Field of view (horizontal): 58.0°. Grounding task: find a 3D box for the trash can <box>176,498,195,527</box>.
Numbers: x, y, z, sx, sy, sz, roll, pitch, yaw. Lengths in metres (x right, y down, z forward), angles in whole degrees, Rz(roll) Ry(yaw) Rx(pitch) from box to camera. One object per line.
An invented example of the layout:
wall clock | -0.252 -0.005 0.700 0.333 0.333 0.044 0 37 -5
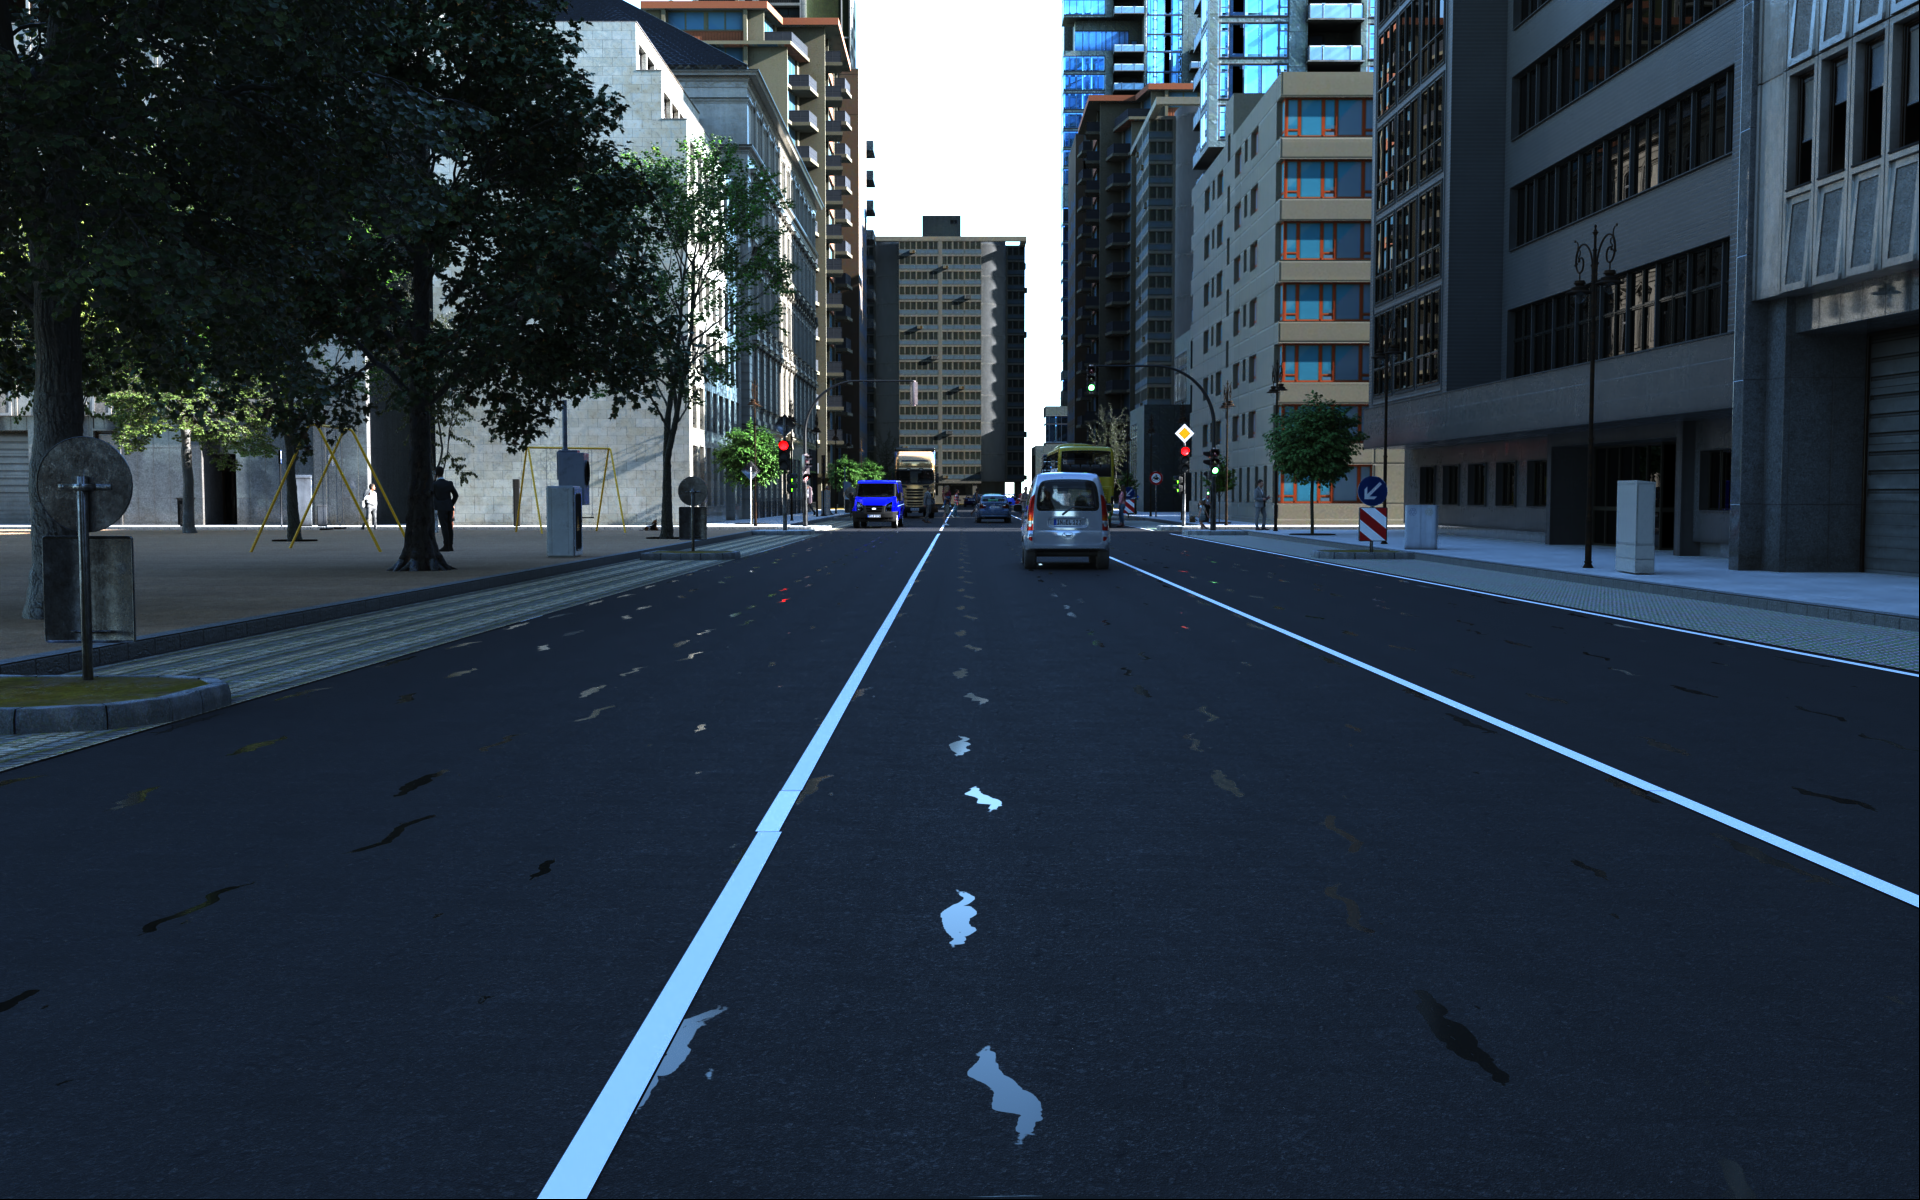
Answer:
trash can | -30.575 -3.472 68.415 0.748 1.137 0.748 0 3 0

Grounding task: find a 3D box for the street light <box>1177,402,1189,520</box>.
street light | 10.963 -6.884 85.348 0.468 5.910 1.993 0 3 0

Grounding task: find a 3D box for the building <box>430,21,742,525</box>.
building | -16.233 -13.704 78.809 10.420 20.320 16.860 0 3 0

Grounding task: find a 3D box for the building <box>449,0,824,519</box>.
building | -18.556 -20.339 108.958 17.030 29.872 44.131 0 3 0

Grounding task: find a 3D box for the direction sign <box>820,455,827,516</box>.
direction sign | -7.958 -6.659 100.870 0.379 3.537 0.876 -1 4 -16

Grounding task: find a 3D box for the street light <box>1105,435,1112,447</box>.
street light | 11.038 -9.576 129.358 0.468 5.910 1.993 0 3 0

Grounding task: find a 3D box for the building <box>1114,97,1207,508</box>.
building | 29.355 -28.778 162.400 32.217 40.220 23.993 0 3 0

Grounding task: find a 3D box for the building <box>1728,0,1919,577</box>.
building | 19.040 -12.275 18.721 12.078 24.808 19.932 0 3 0

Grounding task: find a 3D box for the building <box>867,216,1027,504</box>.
building | -2.648 -33.795 244.435 23.993 40.220 32.217 0 3 0

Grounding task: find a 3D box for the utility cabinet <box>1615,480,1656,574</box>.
utility cabinet | 10.951 -1.185 28.053 0.318 1.500 1.173 0 4 6

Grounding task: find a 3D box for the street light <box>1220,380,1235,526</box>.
street light | 10.873 -5.978 70.536 0.468 5.910 1.993 0 3 0

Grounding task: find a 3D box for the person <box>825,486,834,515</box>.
person | -8.037 -6.050 105.362 0.834 1.777 0.661 -1 4 -9

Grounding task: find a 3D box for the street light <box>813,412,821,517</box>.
street light | -8.128 -7.678 98.317 0.468 5.910 1.993 0 3 0

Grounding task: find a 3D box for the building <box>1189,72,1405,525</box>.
building | 27.594 -14.678 85.021 28.899 21.520 27.650 0 3 0

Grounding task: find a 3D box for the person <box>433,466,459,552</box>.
person | -11.589 -2.039 38.743 0.474 1.900 0.648 2 4 29

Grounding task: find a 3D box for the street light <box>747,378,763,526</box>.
street light | -8.215 -5.911 69.434 0.468 5.910 1.993 0 3 0

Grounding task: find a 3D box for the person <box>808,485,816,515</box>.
person | -9.026 -5.968 103.724 0.850 1.850 0.679 1 4 18

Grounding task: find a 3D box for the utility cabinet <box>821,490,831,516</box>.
utility cabinet | -7.918 -5.716 102.142 0.318 1.500 1.173 1 4 8

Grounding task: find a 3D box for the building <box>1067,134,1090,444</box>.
building | 20.441 -34.284 210.658 14.600 45.320 14.200 0 3 0

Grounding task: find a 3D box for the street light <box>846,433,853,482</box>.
street light | -8.193 -9.489 127.937 0.468 5.910 1.993 0 3 0

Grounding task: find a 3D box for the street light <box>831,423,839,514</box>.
street light | -8.104 -8.575 112.988 0.468 5.910 1.993 0 3 0

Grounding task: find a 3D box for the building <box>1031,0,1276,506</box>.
building | 25.545 -56.660 239.057 31.000 86.520 22.319 0 3 0

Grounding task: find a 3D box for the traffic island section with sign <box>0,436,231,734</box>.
traffic island section with sign | -5.917 -0.157 11.196 1.989 1.847 2.006 0 3 0

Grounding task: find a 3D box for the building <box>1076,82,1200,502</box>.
building | 24.142 -32.662 188.647 22.147 44.769 28.867 0 3 0

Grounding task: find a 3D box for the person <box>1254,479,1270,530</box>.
person | 10.714 -3.375 61.417 0.583 1.804 0.606 3 4 36

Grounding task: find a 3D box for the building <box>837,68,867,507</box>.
building | -16.954 -32.383 179.569 14.600 45.320 14.200 0 3 0

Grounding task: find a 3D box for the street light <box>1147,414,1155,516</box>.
street light | 11.005 -7.768 99.790 0.468 5.910 1.993 0 3 0

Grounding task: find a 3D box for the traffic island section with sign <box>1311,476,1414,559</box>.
traffic island section with sign | 8.930 -1.839 38.702 1.989 1.847 2.006 0 3 0

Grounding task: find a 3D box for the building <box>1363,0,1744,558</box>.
building | 20.651 -13.737 43.672 14.314 24.678 30.058 0 3 0

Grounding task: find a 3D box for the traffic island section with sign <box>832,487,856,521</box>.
traffic island section with sign | -5.847 -5.206 93.742 1.989 1.847 2.006 0 3 0

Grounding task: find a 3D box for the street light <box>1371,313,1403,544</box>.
street light | 10.900 -4.376 44.331 0.468 5.910 1.993 0 3 0

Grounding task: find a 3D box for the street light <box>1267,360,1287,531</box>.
street light | 10.911 -5.317 59.715 0.468 5.910 1.993 0 3 0

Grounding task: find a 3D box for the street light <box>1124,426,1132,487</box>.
street light | 11.121 -8.693 114.916 0.468 5.910 1.993 0 3 0

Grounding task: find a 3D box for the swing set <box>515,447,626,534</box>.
swing set | -13.147 -3.681 57.804 3.119 2.851 2.862 -2 4 -31

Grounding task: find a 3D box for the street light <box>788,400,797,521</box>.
street light | -8.162 -6.794 83.876 0.468 5.910 1.993 0 3 0

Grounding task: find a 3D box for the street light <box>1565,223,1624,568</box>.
street light | 10.903 -3.492 29.890 0.468 5.910 1.993 0 3 0

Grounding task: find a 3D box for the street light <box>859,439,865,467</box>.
street light | -8.168 -10.434 143.387 0.468 5.910 1.993 0 3 0

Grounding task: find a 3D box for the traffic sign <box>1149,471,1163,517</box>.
traffic sign | 10.946 -5.907 96.683 0.768 2.556 0.104 0 4 8

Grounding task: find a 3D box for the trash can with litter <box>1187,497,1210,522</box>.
trash can with litter | 10.858 -4.116 78.688 1.055 1.170 0.624 0 4 3

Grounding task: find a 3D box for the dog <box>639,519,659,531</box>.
dog | -10.881 -2.632 60.765 0.748 0.427 0.550 0 4 -5

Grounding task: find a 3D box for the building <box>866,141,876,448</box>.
building | -25.473 -35.858 205.892 30.456 49.044 23.786 0 3 0

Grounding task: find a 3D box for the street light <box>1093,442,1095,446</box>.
street light | 11.092 -10.459 143.800 0.468 5.910 1.993 0 3 0

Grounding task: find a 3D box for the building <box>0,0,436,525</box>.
building | -34.159 -15.791 76.211 19.932 24.808 12.078 0 3 0

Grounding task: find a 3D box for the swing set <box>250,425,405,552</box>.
swing set | -14.351 -2.562 39.514 2.862 2.851 3.119 0 4 -4

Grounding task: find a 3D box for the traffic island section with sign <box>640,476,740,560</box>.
traffic island section with sign | -5.894 -1.806 38.151 1.989 1.847 2.006 0 3 0

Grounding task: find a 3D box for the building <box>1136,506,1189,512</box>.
building | 24.399 -49.211 117.276 22.319 86.520 31.000 0 3 0

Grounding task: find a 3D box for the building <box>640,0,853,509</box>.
building | -21.349 -30.793 158.096 22.147 44.769 28.867 0 3 0

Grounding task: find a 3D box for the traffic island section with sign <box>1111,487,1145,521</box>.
traffic island section with sign | 8.978 -5.220 93.981 1.989 1.847 2.006 0 3 0

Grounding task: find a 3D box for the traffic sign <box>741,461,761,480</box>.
traffic sign | -8.234 -4.180 68.078 0.795 2.593 0.064 1 4 9

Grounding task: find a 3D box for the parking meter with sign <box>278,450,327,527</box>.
parking meter with sign | -25.973 -4.417 68.471 1.738 3.016 0.543 -1 4 -18

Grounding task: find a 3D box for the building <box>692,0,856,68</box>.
building | -25.101 -48.962 238.775 20.611 71.187 20.563 0 3 0
